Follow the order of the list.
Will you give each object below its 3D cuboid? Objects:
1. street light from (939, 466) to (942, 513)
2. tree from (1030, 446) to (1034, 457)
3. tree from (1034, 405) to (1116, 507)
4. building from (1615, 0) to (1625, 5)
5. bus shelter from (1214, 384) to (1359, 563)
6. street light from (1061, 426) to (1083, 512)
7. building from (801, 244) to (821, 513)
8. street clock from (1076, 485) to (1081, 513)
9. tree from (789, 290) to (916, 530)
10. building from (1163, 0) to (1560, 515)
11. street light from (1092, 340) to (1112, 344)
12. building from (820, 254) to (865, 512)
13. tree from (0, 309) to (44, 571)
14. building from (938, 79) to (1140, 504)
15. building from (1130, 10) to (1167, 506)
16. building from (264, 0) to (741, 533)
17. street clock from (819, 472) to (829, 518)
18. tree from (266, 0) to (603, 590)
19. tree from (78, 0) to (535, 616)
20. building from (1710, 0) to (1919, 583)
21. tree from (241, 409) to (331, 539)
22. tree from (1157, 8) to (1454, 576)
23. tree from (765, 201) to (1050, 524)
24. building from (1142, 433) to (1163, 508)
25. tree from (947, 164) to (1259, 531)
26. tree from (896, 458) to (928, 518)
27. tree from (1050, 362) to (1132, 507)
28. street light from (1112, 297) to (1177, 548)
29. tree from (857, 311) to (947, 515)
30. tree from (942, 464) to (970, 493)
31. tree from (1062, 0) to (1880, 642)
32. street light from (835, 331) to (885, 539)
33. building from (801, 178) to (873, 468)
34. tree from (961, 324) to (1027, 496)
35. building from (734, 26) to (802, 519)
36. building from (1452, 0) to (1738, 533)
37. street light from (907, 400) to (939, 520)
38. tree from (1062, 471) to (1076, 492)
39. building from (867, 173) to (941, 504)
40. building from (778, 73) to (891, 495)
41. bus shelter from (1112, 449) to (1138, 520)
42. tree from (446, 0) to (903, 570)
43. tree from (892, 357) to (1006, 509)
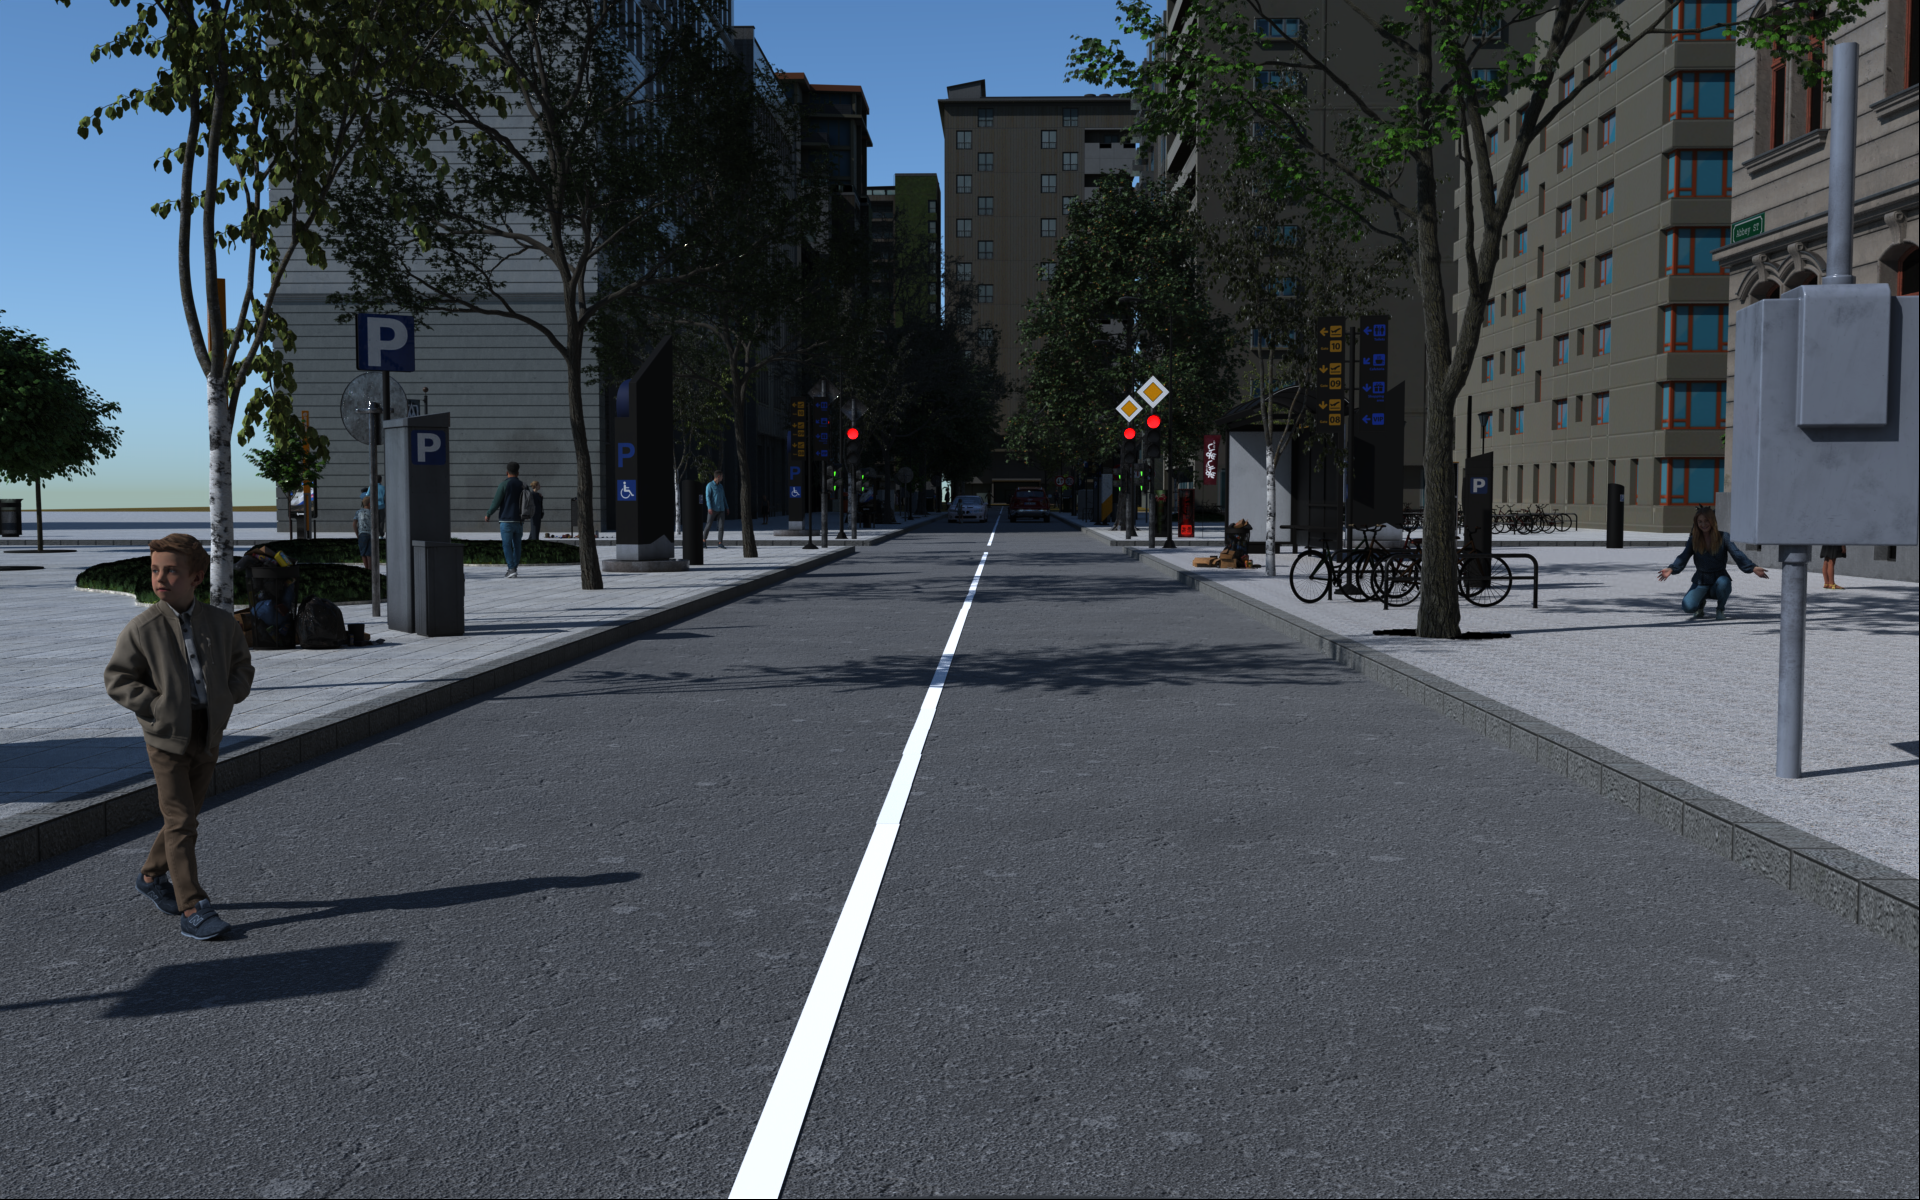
[{"bbox_3d":[-0.919,-9.037,120.289,1.470,5.913,1.316,0,4,2],"label":"street light"},{"bbox_3d":[9.312,-13.458,170.397,4.737,8.622,4.395,0,3,0],"label":"tree"},{"bbox_3d":[7.967,-9.727,109.400,4.737,8.622,4.395,0,3,0],"label":"tree"},{"bbox_3d":[70.401,-38.948,178.802,28.212,58.520,21.231,0,4,2],"label":"building"},{"bbox_3d":[6.419,-2.490,34.639,2.014,3.302,5.546,0,4,1],"label":"bus shelter"},{"bbox_3d":[5.688,-7.077,88.252,1.470,5.913,1.316,0,4,2],"label":"street light"},{"bbox_3d":[-16.370,-17.522,116.161,12.332,23.373,15.834,0,4,2],"label":"building"},{"bbox_3d":[7.882,-6.728,114.565,0.358,2.002,0.471,-3,4,-38],"label":"street clock"},{"bbox_3d":[-3.724,-6.832,62.060,4.360,8.622,3.978,0,3,0],"label":"tree"},{"bbox_3d":[24.949,-29.879,112.223,21.300,48.544,21.600,0,4,2],"label":"building"},{"bbox_3d":[4.677,-4.877,52.282,1.470,5.913,1.316,0,4,2],"label":"street light"},{"bbox_3d":[-22.658,-18.016,139.600,27.650,21.520,28.899,0,4,2],"label":"building"},{"bbox_3d":[-16.310,-2.790,29.338,4.285,4.588,4.351,0,3,0],"label":"tree"},{"bbox_3d":[11.384,-39.119,228.830,27.495,52.752,28.713,0,4,2],"label":"building"},{"bbox_3d":[28.912,-34.023,175.876,23.786,49.044,30.456,0,4,2],"label":"building"},{"bbox_3d":[-16.960,-17.995,71.707,11.434,29.767,29.804,0,4,2],"label":"building"},{"bbox_3d":[-4.353,-3.123,55.624,0.358,2.002,0.471,-1,4,-14],"label":"street clock"},{"bbox_3d":[-5.300,-5.420,23.033,7.601,10.594,8.767,0,4,-3],"label":"tree"},{"bbox_3d":[-4.577,-3.717,11.141,4.737,8.622,4.395,0,3,0],"label":"tree"},{"bbox_3d":[19.948,-14.234,20.116,14.401,28.519,23.554,0,4,2],"label":"building"},{"bbox_3d":[-14.761,-2.682,38.458,1.663,3.219,1.824,0,3,0],"label":"tree"},{"bbox_3d":[5.042,-4.673,26.758,4.360,8.622,3.978,0,3,0],"label":"tree"},{"bbox_3d":[-3.098,-9.974,73.445,12.009,13.543,11.850,0,3,0],"label":"tree"},{"bbox_3d":[27.769,-50.851,144.081,22.319,86.520,31.000,0,4,2],"label":"building"},{"bbox_3d":[5.882,-8.772,60.425,9.611,12.733,9.660,0,3,0],"label":"tree"},{"bbox_3d":[-2.472,-5.957,91.992,1.663,3.219,1.824,0,3,0],"label":"tree"},{"bbox_3d":[8.606,-13.515,131.340,12.009,13.543,11.850,0,3,0],"label":"tree"},{"bbox_3d":[4.426,-4.181,40.897,1.470,5.913,1.316,0,4,2],"label":"street light"},{"bbox_3d":[-2.281,-11.628,107.123,9.611,12.733,9.660,0,3,0],"label":"tree"},{"bbox_3d":[-0.191,-13.698,174.316,4.737,8.622,4.395,0,3,0],"label":"tree"},{"bbox_3d":[4.469,-5.478,15.317,9.928,11.665,9.643,0,3,0],"label":"tree"},{"bbox_3d":[-2.843,-4.698,49.347,1.470,5.913,1.316,0,4,2],"label":"street light"},{"bbox_3d":[-15.625,-23.808,160.955,14.160,30.474,14.107,0,4,2],"label":"building"},{"bbox_3d":[1.766,-20.556,191.972,12.611,20.169,13.585,0,3,0],"label":"tree"},{"bbox_3d":[-16.132,-17.122,97.971,12.078,24.808,19.932,0,4,2],"label":"building"},{"bbox_3d":[37.927,-13.738,69.663,28.899,21.520,27.650,0,4,2],"label":"building"},{"bbox_3d":[-1.898,-6.898,85.325,1.470,5.913,1.316,0,4,2],"label":"street light"},{"bbox_3d":[9.026,-9.254,145.904,1.663,3.219,1.824,0,3,0],"label":"tree"},{"bbox_3d":[-9.572,-33.017,223.414,14.086,41.232,14.154,0,4,2],"label":"building"},{"bbox_3d":[-22.410,-32.201,181.107,28.867,44.769,22.147,0,4,2],"label":"building"},{"bbox_3d":[8.191,-6.007,89.503,1.731,3.624,6.357,0,4,1],"label":"bus shelter"},{"bbox_3d":[-4.575,-6.142,34.841,7.601,10.594,8.767,1,4,11],"label":"tree"},{"bbox_3d":[-1.904,-14.732,147.519,9.857,13.997,8.962,0,3,0],"label":"tree"}]
